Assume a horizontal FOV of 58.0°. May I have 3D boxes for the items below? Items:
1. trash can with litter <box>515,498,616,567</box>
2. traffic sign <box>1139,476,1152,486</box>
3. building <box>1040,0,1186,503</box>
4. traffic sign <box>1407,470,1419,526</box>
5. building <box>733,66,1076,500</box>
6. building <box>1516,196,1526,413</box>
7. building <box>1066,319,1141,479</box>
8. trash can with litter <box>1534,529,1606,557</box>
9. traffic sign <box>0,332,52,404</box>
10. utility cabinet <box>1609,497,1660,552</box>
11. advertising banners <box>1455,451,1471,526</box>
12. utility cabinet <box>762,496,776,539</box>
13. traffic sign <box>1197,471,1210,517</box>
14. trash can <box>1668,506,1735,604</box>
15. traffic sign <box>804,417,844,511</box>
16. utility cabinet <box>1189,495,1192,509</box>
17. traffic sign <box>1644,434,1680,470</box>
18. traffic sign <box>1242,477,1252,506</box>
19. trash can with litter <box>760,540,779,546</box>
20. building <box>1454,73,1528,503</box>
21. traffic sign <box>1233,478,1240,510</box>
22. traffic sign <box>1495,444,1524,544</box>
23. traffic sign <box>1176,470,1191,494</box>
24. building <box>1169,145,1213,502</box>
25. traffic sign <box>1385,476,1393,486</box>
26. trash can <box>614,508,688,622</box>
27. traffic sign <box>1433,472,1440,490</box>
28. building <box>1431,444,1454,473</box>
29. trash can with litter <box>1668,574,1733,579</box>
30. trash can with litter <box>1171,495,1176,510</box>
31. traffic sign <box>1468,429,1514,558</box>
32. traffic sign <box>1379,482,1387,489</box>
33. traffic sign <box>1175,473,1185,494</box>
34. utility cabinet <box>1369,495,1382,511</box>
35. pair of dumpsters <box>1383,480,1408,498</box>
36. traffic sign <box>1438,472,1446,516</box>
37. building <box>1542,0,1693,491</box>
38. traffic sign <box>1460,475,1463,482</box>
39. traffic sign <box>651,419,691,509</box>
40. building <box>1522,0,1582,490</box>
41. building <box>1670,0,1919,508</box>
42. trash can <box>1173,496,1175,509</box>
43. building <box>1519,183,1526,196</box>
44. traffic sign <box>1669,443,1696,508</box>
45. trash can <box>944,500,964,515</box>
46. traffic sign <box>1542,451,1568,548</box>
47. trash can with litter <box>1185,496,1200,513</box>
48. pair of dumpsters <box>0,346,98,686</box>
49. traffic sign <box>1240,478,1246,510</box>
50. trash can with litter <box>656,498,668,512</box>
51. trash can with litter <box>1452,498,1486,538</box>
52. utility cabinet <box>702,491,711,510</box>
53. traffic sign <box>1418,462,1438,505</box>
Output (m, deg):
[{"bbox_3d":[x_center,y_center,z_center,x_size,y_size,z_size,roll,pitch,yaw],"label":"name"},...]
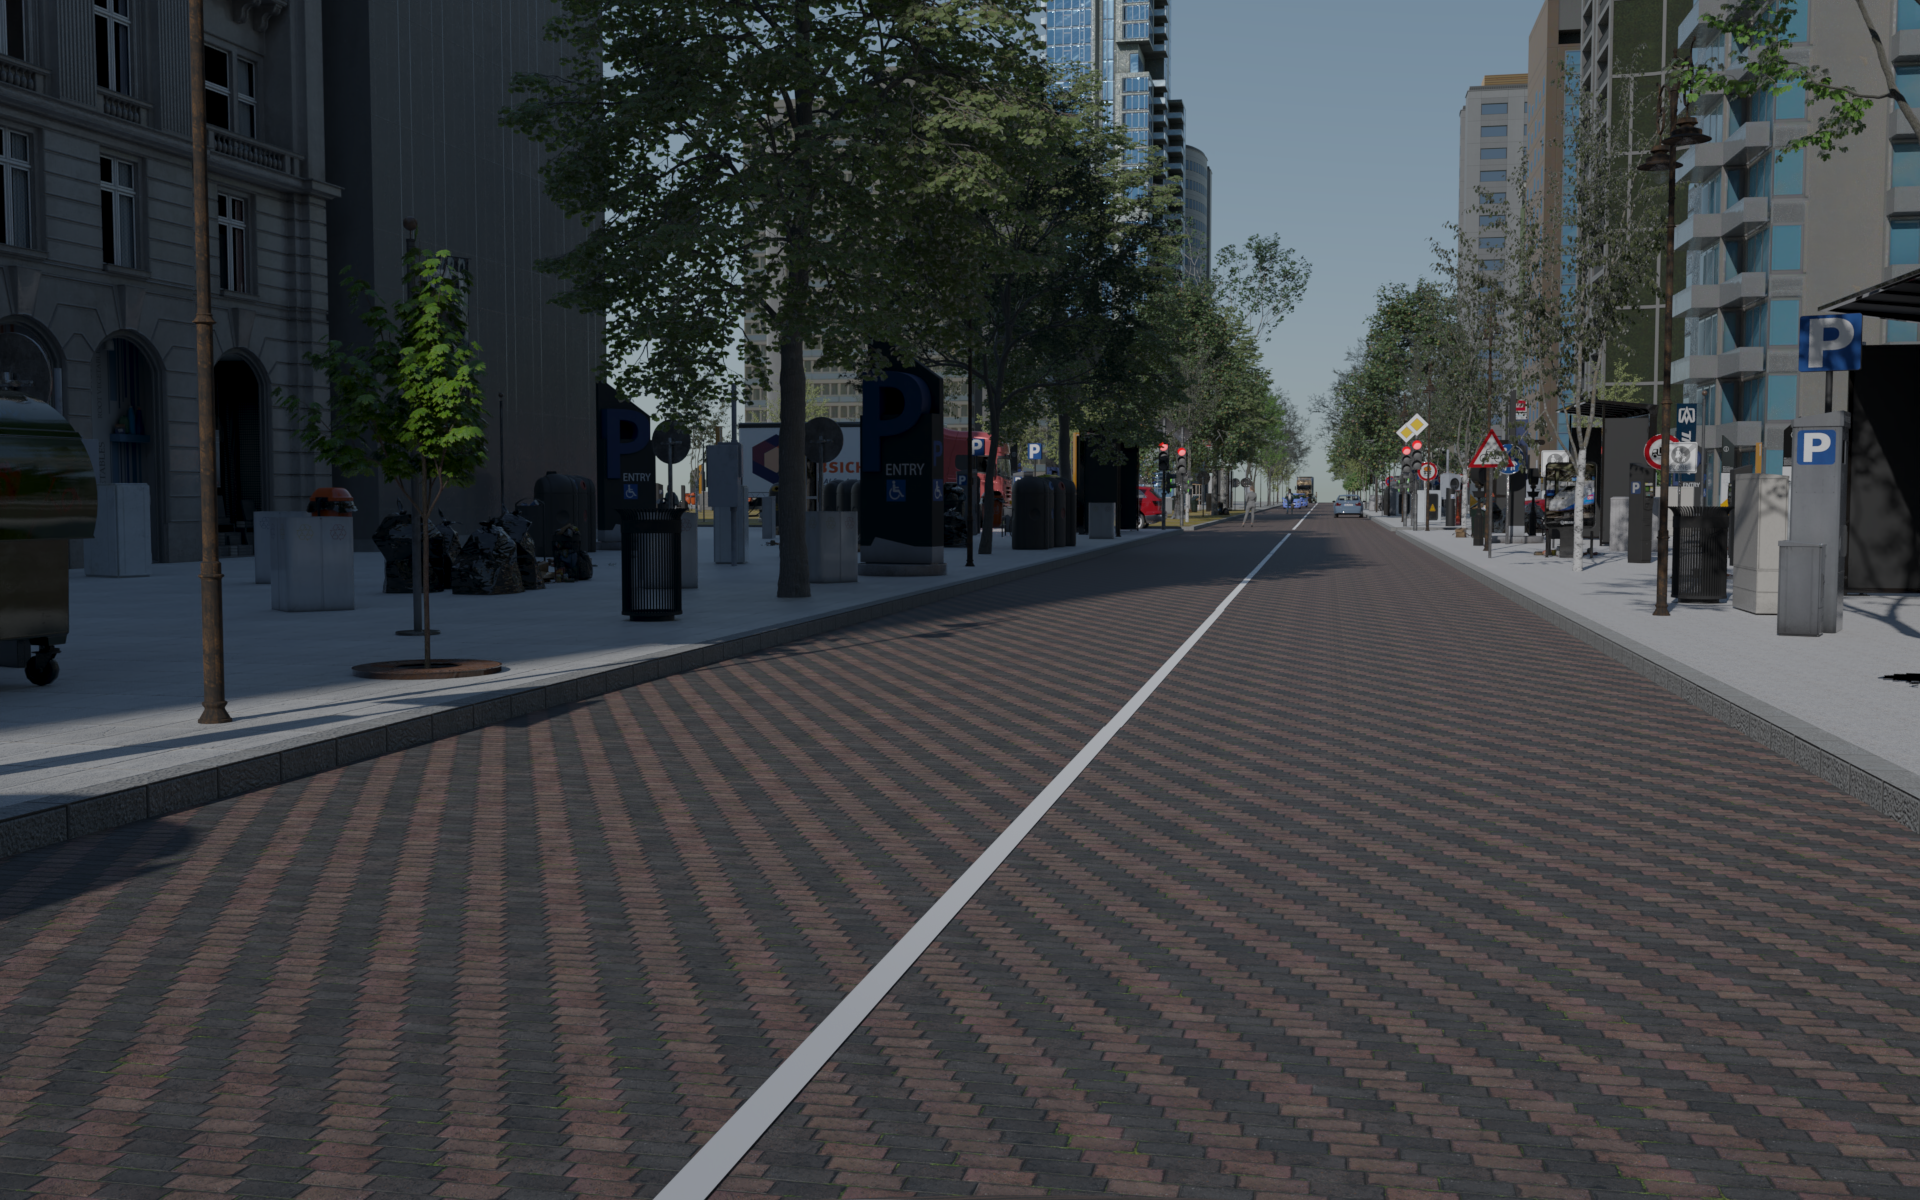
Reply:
[{"bbox_3d":[-7.266,-1.204,30.735,2.233,1.210,1.678,0,4,2],"label":"trash can with litter"},{"bbox_3d":[10.443,-6.007,98.219,0.884,2.594,0.081,1,4,21],"label":"traffic sign"},{"bbox_3d":[23.239,-57.778,257.345,22.319,86.520,31.000,1,4,12],"label":"building"},{"bbox_3d":[17.924,-4.192,68.645,0.768,2.556,0.104,1,4,18],"label":"traffic sign"},{"bbox_3d":[-3.164,-28.698,161.094,32.217,40.220,23.993,1,4,12],"label":"building"},{"bbox_3d":[60.793,-24.159,166.705,14.160,30.474,14.107,1,4,12],"label":"building"},{"bbox_3d":[4.242,-20.920,187.084,27.650,21.520,28.899,1,4,12],"label":"building"},{"bbox_3d":[12.867,-1.544,36.302,2.233,1.210,1.678,-2,4,-34],"label":"trash can with litter"},{"bbox_3d":[-7.488,-0.830,13.669,0.768,2.556,0.104,1,4,16],"label":"traffic sign"},{"bbox_3d":[15.141,-1.694,38.853,1.020,1.237,0.306,2,4,32],"label":"utility cabinet"},{"bbox_3d":[20.382,-4.563,70.787,0.090,3.025,2.074,-1,4,-10],"label":"advertising banners"},{"bbox_3d":[-5.537,-2.382,50.115,0.306,1.237,1.020,0,4,0],"label":"utility cabinet"},{"bbox_3d":[13.494,-5.869,96.058,0.768,2.556,0.104,1,4,20],"label":"traffic sign"},{"bbox_3d":[8.710,-0.534,20.393,0.748,1.137,0.748,0,3,0],"label":"trash can"},{"bbox_3d":[-2.289,-1.737,28.510,0.768,2.556,0.104,1,4,16],"label":"traffic sign"},{"bbox_3d":[18.787,-7.962,141.338,0.306,1.237,1.020,2,4,29],"label":"utility cabinet"},{"bbox_3d":[14.830,-2.231,36.579,0.768,2.556,0.104,1,4,18],"label":"traffic sign"},{"bbox_3d":[21.817,-8.052,131.752,0.768,2.556,0.104,1,4,21],"label":"traffic sign"},{"bbox_3d":[-4.416,-1.999,43.741,1.678,1.210,2.233,2,4,29],"label":"trash can with litter"},{"bbox_3d":[82.301,-43.232,248.838,21.231,58.520,28.212,1,4,12],"label":"building"},{"bbox_3d":[21.754,-8.370,136.948,0.768,2.556,0.104,1,4,20],"label":"traffic sign"},{"bbox_3d":[13.956,-2.692,44.116,0.768,2.556,0.104,1,4,16],"label":"traffic sign"},{"bbox_3d":[9.401,-4.334,72.988,0.606,2.300,0.079,1,4,12],"label":"traffic sign"},{"bbox_3d":[30.027,-45.565,286.980,21.231,58.520,28.212,1,4,12],"label":"building"},{"bbox_3d":[30.343,-7.456,122.004,0.768,2.556,0.104,1,4,15],"label":"traffic sign"},{"bbox_3d":[-3.133,-0.363,17.588,0.748,1.137,0.748,0,3,0],"label":"trash can"},{"bbox_3d":[27.537,-6.135,100.421,0.768,2.556,0.104,1,4,12],"label":"traffic sign"},{"bbox_3d":[90.434,-26.492,278.185,27.650,21.520,28.899,1,4,12],"label":"building"},{"bbox_3d":[11.899,-0.935,26.349,2.233,1.210,1.678,1,4,13],"label":"trash can with litter"},{"bbox_3d":[16.696,-7.619,135.957,0.624,1.170,1.055,-1,4,-11],"label":"trash can with litter"},{"bbox_3d":[10.593,-2.113,34.556,0.884,2.594,0.081,1,4,21],"label":"traffic sign"},{"bbox_3d":[34.016,-8.389,139.291,0.606,2.300,0.079,1,4,21],"label":"traffic sign"},{"bbox_3d":[10.544,-4.931,82.757,0.606,2.300,0.079,1,4,20],"label":"traffic sign"},{"bbox_3d":[32.446,-7.585,135.169,0.306,1.237,1.020,-3,5,-40],"label":"utility cabinet"},{"bbox_3d":[29.282,-6.959,116.280,1.574,2.255,4.437,1,4,12],"label":"pair of dumpsters"},{"bbox_3d":[27.855,-6.081,99.536,0.768,2.556,0.104,1,4,19],"label":"traffic sign"},{"bbox_3d":[54.736,-42.015,125.196,20.563,71.187,20.611,1,4,12],"label":"building"},{"bbox_3d":[31.232,-6.603,108.065,0.768,2.556,0.104,1,4,18],"label":"traffic sign"},{"bbox_3d":[-4.922,-1.794,29.443,0.768,2.556,0.104,1,4,21],"label":"traffic sign"},{"bbox_3d":[57.619,-30.713,152.261,14.600,45.320,14.200,1,4,12],"label":"building"},{"bbox_3d":[52.259,-28.576,86.830,30.456,49.044,23.786,1,4,12],"label":"building"},{"bbox_3d":[15.528,-6.832,123.357,0.748,1.137,0.748,0,3,0],"label":"trash can"},{"bbox_3d":[73.166,-30.083,183.743,32.217,40.220,23.993,1,4,12],"label":"building"},{"bbox_3d":[14.250,-1.968,34.314,0.606,2.300,0.079,1,4,13],"label":"traffic sign"},{"bbox_3d":[-0.241,-2.015,44.592,0.748,1.137,0.748,0,3,0],"label":"trash can"},{"bbox_3d":[13.994,-2.364,40.780,0.606,2.300,0.079,1,4,21],"label":"traffic sign"},{"bbox_3d":[16.126,-6.650,120.107,1.055,1.170,0.624,-3,5,-42],"label":"trash can with litter"},{"bbox_3d":[-6.947,-0.437,9.633,1.574,2.255,4.437,1,4,12],"label":"pair of dumpsters"},{"bbox_3d":[22.363,-8.310,135.974,0.768,2.556,0.104,1,4,21],"label":"traffic sign"},{"bbox_3d":[-14.713,-4.343,82.073,1.678,1.210,2.233,-3,5,-44],"label":"trash can with litter"},{"bbox_3d":[14.988,-2.411,50.805,1.055,1.170,0.624,2,4,27],"label":"trash can with litter"},{"bbox_3d":[-20.119,-7.854,137.096,0.318,1.500,1.173,3,5,45],"label":"utility cabinet"},{"bbox_3d":[18.364,-4.158,68.088,0.768,2.556,0.104,1,4,16],"label":"traffic sign"}]
